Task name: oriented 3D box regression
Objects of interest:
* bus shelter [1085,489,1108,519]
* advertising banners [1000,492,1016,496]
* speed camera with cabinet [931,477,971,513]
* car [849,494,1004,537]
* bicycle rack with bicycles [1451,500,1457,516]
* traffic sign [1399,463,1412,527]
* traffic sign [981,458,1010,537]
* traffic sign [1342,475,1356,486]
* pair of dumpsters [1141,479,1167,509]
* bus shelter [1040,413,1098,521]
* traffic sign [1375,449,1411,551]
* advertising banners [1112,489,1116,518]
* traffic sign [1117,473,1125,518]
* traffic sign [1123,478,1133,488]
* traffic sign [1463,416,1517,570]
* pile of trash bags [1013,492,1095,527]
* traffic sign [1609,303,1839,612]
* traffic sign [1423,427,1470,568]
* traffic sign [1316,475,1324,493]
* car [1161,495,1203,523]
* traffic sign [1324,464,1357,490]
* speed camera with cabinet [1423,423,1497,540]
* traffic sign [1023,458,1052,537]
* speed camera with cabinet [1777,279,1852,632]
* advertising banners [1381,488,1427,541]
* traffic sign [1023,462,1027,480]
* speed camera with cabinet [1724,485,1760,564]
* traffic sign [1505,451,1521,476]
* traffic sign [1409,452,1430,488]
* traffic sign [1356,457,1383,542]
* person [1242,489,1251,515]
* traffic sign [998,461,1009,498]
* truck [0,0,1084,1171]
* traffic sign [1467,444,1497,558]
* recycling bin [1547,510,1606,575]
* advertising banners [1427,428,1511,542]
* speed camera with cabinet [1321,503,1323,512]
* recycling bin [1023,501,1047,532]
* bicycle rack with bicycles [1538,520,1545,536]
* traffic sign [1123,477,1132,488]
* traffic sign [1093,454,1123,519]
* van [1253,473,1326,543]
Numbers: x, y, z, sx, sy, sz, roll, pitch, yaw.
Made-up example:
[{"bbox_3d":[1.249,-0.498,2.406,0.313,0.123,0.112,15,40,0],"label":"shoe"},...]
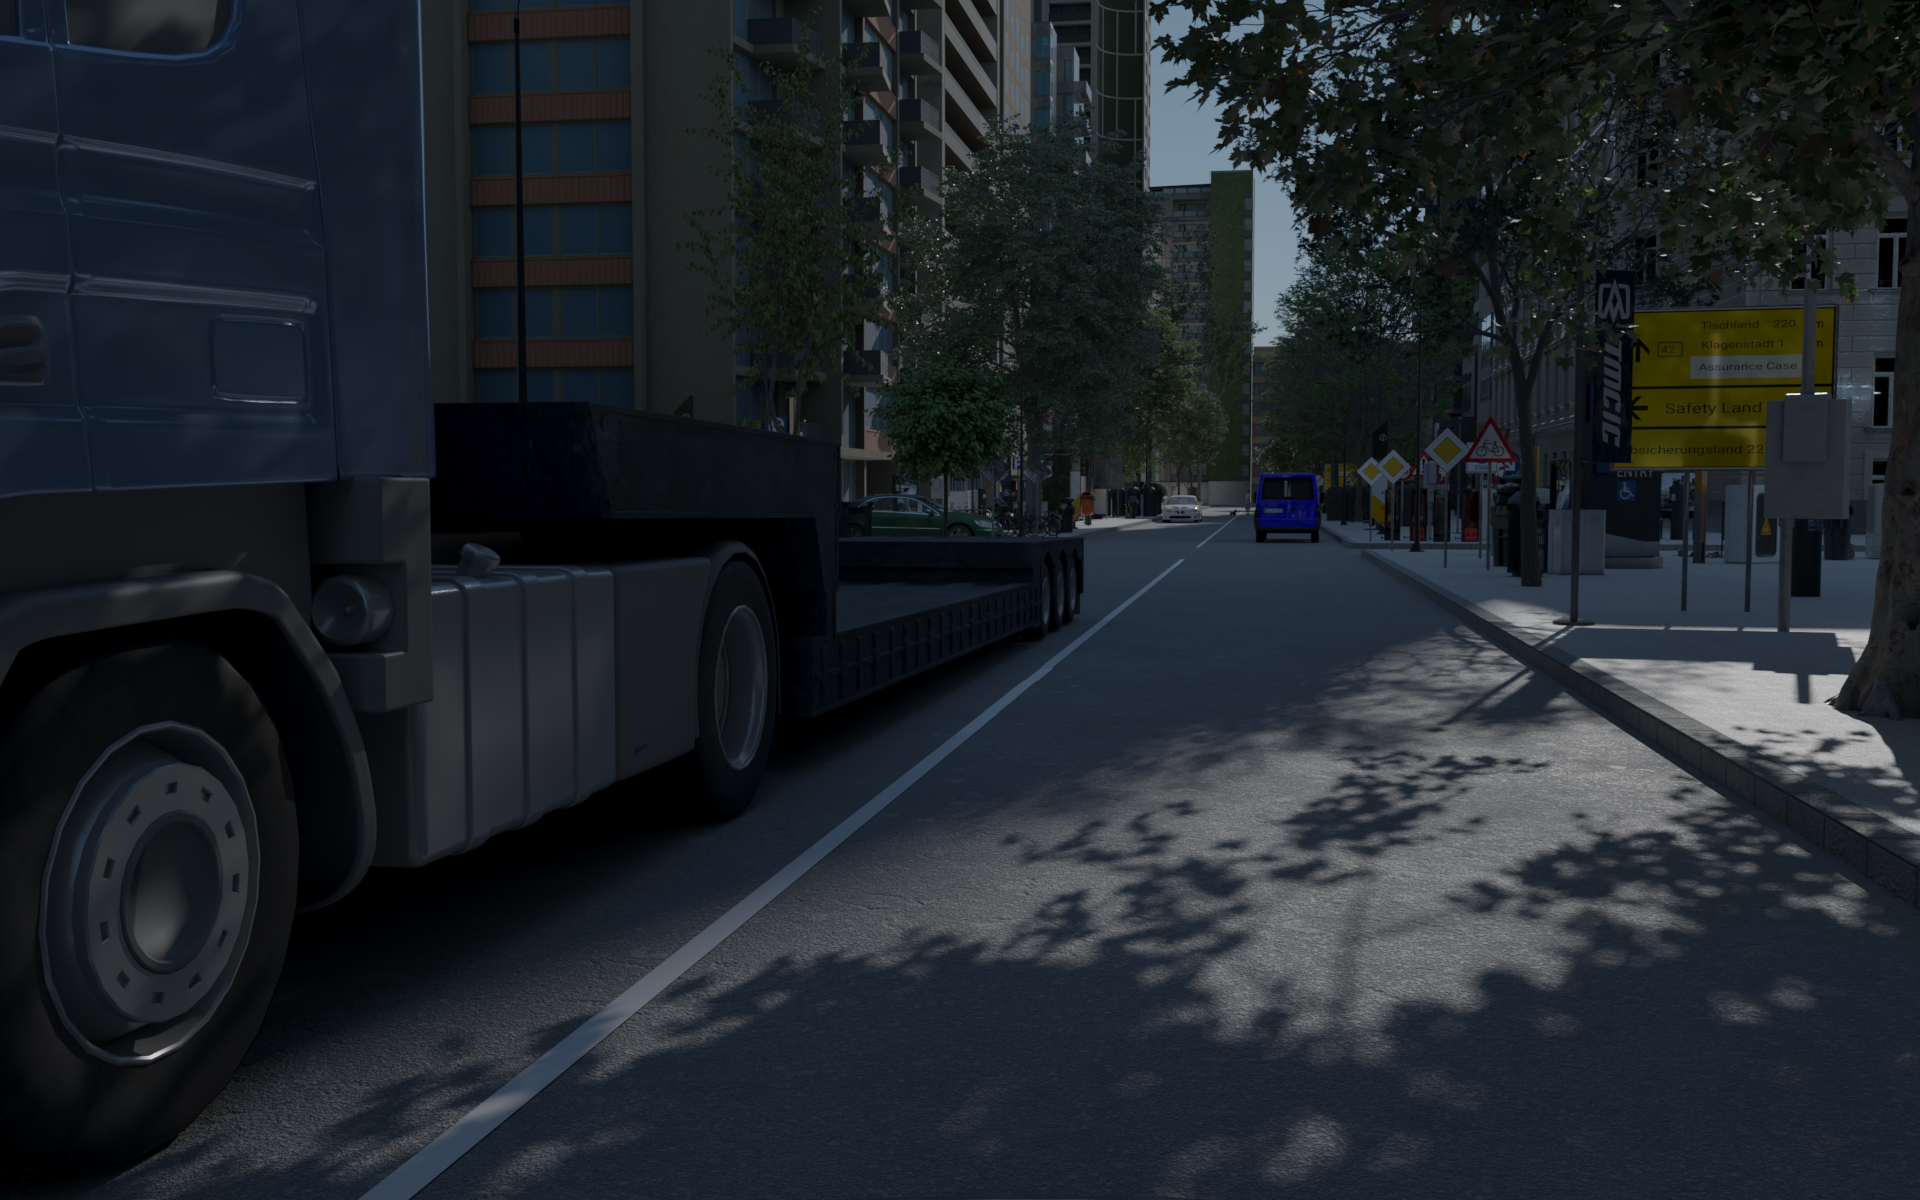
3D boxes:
[{"bbox_3d":[7.196,-5.931,90.895,2.014,3.302,5.546,1,4,10],"label":"bus shelter"},{"bbox_3d":[3.052,-7.663,121.471,2.074,3.025,0.090,0,4,-5],"label":"advertising banners"},{"bbox_3d":[-0.483,-5.937,91.404,2.038,3.252,0.660,1,4,18],"label":"speed camera with cabinet"},{"bbox_3d":[-1.300,-2.053,45.370,4.920,1.459,2.131,1,4,10],"label":"car"},{"bbox_3d":[30.847,-5.606,105.044,2.852,0.926,2.925,-1,4,-17],"label":"bicycle rack with bicycles"},{"bbox_3d":[17.283,-4.135,67.711,0.768,2.556,0.104,1,4,14],"label":"traffic sign"},{"bbox_3d":[0.770,-2.243,40.312,0.795,2.450,0.064,1,4,10],"label":"traffic sign"},{"bbox_3d":[25.402,-6.919,113.125,0.884,2.594,0.081,1,4,14],"label":"traffic sign"},{"bbox_3d":[12.577,-6.719,112.346,1.574,2.255,4.437,1,4,10],"label":"pair of dumpsters"},{"bbox_3d":[5.034,-6.407,82.386,2.179,5.291,8.768,1,4,10],"label":"bus shelter"},{"bbox_3d":[9.675,-2.146,38.732,0.795,2.450,0.064,1,4,10],"label":"traffic sign"},{"bbox_3d":[8.518,-6.063,95.320,0.090,3.025,2.074,1,4,10],"label":"advertising banners"},{"bbox_3d":[8.564,-5.731,93.810,0.768,2.556,0.104,1,4,14],"label":"traffic sign"},{"bbox_3d":[10.939,-6.766,112.753,0.606,2.300,0.079,1,4,11],"label":"traffic sign"},{"bbox_3d":[8.878,-1.777,29.062,0.884,2.594,0.081,1,4,10],"label":"traffic sign"},{"bbox_3d":[3.661,-3.598,68.586,3.447,1.369,1.912,1,4,15],"label":"pile of trash bags"},{"bbox_3d":[8.270,-1.528,18.854,2.265,3.308,0.079,1,4,15],"label":"traffic sign"},{"bbox_3d":[8.423,-1.762,29.998,0.795,2.450,0.064,1,4,10],"label":"traffic sign"},{"bbox_3d":[24.154,-7.140,116.838,0.768,2.556,0.104,1,4,13],"label":"traffic sign"},{"bbox_3d":[11.257,-4.601,87.580,2.083,1.381,4.827,1,4,10],"label":"car"},{"bbox_3d":[25.601,-7.488,116.307,2.265,3.308,0.079,1,4,19],"label":"traffic sign"},{"bbox_3d":[13.986,-3.298,48.255,2.038,3.252,0.660,1,4,19],"label":"speed camera with cabinet"},{"bbox_3d":[2.152,-2.724,48.177,0.795,2.450,0.064,1,4,10],"label":"traffic sign"},{"bbox_3d":[8.503,-1.313,15.809,2.038,3.252,0.660,2,4,32],"label":"speed camera with cabinet"},{"bbox_3d":[12.483,-3.119,47.188,2.074,3.025,0.090,3,4,38],"label":"advertising banners"},{"bbox_3d":[2.539,-3.870,63.388,0.768,2.556,0.104,1,4,18],"label":"traffic sign"},{"bbox_3d":[15.119,-2.319,32.245,2.038,3.252,0.660,-2,4,-32],"label":"speed camera with cabinet"},{"bbox_3d":[15.808,-3.056,50.071,0.768,2.556,0.104,1,4,15],"label":"traffic sign"},{"bbox_3d":[14.170,-3.240,52.981,0.884,2.594,0.081,1,4,17],"label":"traffic sign"},{"bbox_3d":[11.057,-2.627,46.597,0.795,2.450,0.064,1,4,10],"label":"traffic sign"},{"bbox_3d":[19.446,-6.631,117.493,0.524,1.755,0.480,-2,4,-33],"label":"person"},{"bbox_3d":[1.421,-3.894,63.779,0.768,2.556,0.104,1,4,16],"label":"traffic sign"},{"bbox_3d":[-1.547,-1.286,10.781,2.967,4.110,18.799,1,4,11],"label":"truck"},{"bbox_3d":[10.358,-1.975,34.420,0.606,2.300,0.079,1,4,11],"label":"traffic sign"},{"bbox_3d":[9.842,-0.928,27.725,0.722,1.027,0.722,0,4,-3],"label":"recycling bin"},{"bbox_3d":[13.607,-3.059,46.195,2.074,3.025,0.090,0,4,3],"label":"advertising banners"},{"bbox_3d":[26.177,-7.701,120.249,2.038,3.252,0.660,1,4,21],"label":"speed camera with cabinet"},{"bbox_3d":[2.515,-2.836,58.928,0.722,1.027,0.722,-1,4,-21],"label":"recycling bin"},{"bbox_3d":[18.178,-2.474,53.830,2.925,0.926,2.852,0,4,-4],"label":"bicycle rack with bicycles"},{"bbox_3d":[10.672,-6.737,111.340,0.795,2.450,0.064,1,4,13],"label":"traffic sign"},{"bbox_3d":[7.126,-5.751,87.908,2.265,3.308,0.079,1,4,15],"label":"traffic sign"},{"bbox_3d":[9.992,-2.954,52.681,2.240,2.365,5.245,1,4,11],"label":"van"}]
